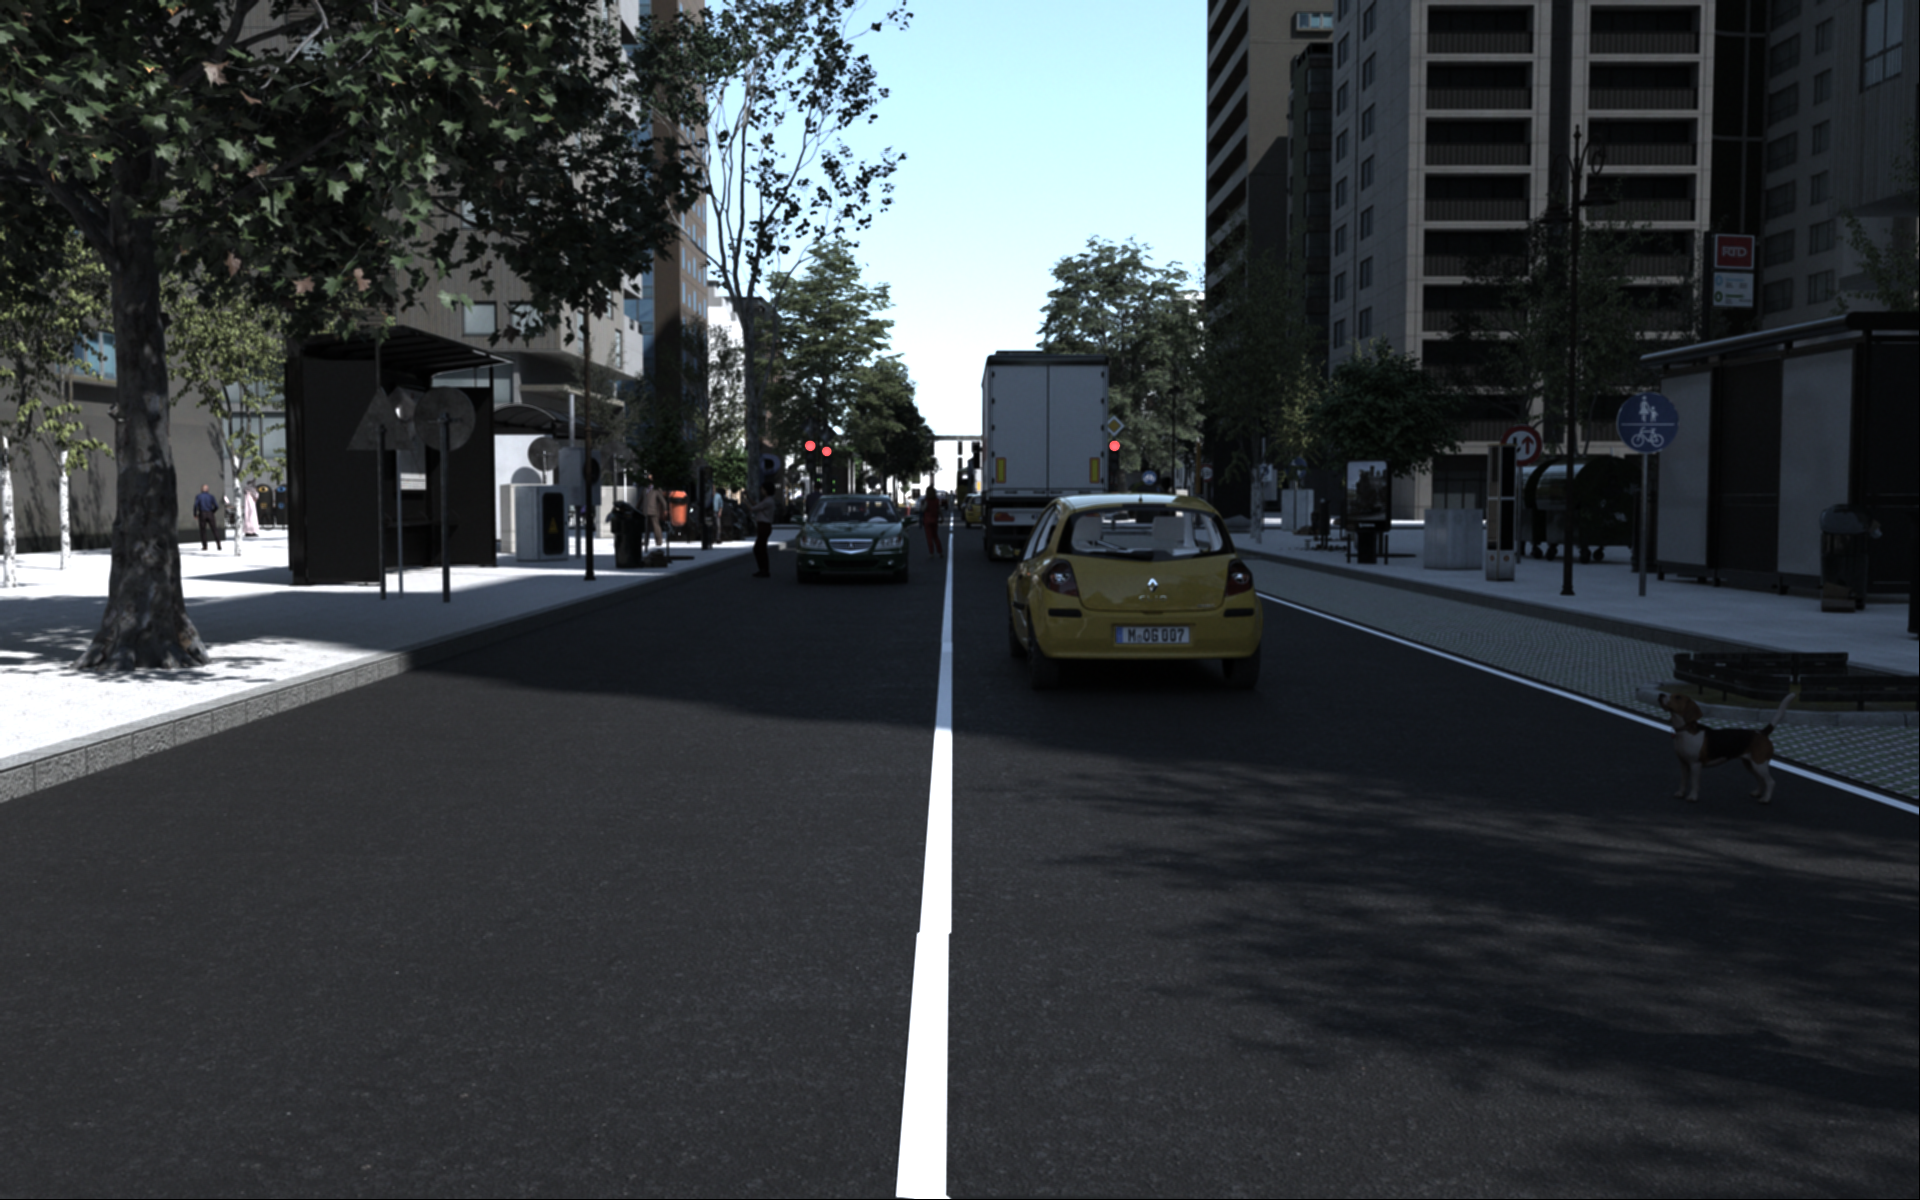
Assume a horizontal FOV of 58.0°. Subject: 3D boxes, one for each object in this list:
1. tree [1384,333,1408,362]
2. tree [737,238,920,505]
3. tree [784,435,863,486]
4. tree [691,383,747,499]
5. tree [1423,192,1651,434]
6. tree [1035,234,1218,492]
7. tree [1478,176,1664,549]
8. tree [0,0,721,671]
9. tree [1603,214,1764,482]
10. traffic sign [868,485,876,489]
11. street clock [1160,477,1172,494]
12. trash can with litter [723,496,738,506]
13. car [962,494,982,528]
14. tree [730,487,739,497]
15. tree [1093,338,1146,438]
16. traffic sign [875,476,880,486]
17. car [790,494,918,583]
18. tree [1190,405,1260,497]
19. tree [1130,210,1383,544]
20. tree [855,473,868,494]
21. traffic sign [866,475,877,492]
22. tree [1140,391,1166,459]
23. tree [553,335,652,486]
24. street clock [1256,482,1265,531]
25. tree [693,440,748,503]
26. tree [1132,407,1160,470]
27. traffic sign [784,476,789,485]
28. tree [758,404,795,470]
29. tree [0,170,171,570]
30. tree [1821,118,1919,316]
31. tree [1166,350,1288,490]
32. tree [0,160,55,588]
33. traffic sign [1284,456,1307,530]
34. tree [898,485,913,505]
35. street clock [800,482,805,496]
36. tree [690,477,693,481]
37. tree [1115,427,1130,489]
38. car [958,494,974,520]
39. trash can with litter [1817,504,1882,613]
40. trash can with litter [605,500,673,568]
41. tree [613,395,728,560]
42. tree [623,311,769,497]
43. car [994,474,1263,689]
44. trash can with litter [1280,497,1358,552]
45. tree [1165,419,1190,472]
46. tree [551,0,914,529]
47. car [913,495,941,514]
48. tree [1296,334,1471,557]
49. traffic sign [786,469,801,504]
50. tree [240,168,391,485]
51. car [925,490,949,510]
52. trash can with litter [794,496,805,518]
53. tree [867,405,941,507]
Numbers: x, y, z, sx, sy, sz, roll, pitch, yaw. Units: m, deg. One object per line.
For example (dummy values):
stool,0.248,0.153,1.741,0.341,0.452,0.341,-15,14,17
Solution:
tree,18.340,-7.856,78.813,4.737,8.622,4.395,0,3,0
tree,-5.911,-9.692,76.586,7.486,12.596,7.792,0,3,0
tree,-6.936,-6.863,95.927,4.285,4.588,4.351,0,3,0
tree,-14.985,-9.792,110.456,4.737,8.622,4.395,0,3,0
tree,17.636,-7.264,53.177,7.601,10.594,8.767,0,4,7
tree,7.784,-10.825,83.636,9.857,13.997,8.962,0,3,0
tree,14.509,-5.527,40.723,4.737,8.622,4.395,0,3,0
tree,-6.177,-5.860,12.817,9.611,12.733,9.660,0,3,0
tree,19.460,-5.878,46.475,4.360,8.622,3.978,0,3,0
traffic sign,-6.866,-8.141,135.238,0.606,2.300,0.079,0,4,8
street clock,8.706,-4.194,73.139,0.471,2.002,0.358,-2,4,-31
trash can with litter,-8.150,-2.896,58.414,2.233,1.210,1.678,-2,4,-24
car,1.089,-3.897,73.940,2.015,1.641,3.980,0,4,1
tree,-17.589,-8.536,134.159,1.663,3.219,1.824,0,3,0
tree,8.418,-11.437,112.745,9.928,11.665,9.643,0,3,0
traffic sign,-5.965,-7.432,121.252,0.795,2.593,0.064,0,4,6
car,-1.790,-1.086,29.562,2.131,1.459,4.920,0,4,-2
tree,18.641,-10.204,117.194,4.360,8.622,3.978,0,3,0
tree,7.622,-5.757,44.484,4.737,8.622,4.395,0,3,0
tree,-6.810,-7.315,114.202,1.663,3.219,1.824,0,3,0
traffic sign,-5.951,-7.130,116.684,0.768,2.556,0.104,1,4,9
tree,16.466,-11.638,124.699,7.601,10.594,8.767,1,4,9
tree,-16.321,-7.881,79.217,4.360,8.622,3.978,0,3,0
street clock,10.230,-3.350,59.349,0.358,2.002,0.471,3,4,36
tree,-13.394,-7.481,106.020,4.285,4.588,4.351,0,3,0
tree,14.942,-11.429,137.218,4.360,8.622,3.978,0,3,0
traffic sign,-10.019,-5.934,97.025,0.884,2.594,0.081,0,4,3
tree,-14.200,-11.254,134.367,4.360,8.622,3.978,0,3,0
tree,-15.406,-4.819,29.155,4.360,8.622,3.978,0,3,0
tree,18.789,-5.040,32.764,4.737,8.622,4.395,0,3,0
tree,17.029,-10.575,107.317,7.601,10.594,8.767,0,4,3
tree,-13.007,-4.459,23.270,4.737,8.622,4.395,0,3,0
traffic sign,11.314,-3.567,58.430,0.768,2.556,0.104,0,4,5
tree,-6.863,-13.356,212.976,1.663,3.219,1.824,0,3,0
street clock,-9.339,-5.997,102.617,0.358,2.002,0.471,-1,4,-22
tree,-16.540,-8.060,115.489,4.285,4.588,4.351,0,3,0
tree,13.920,-11.739,142.300,4.737,8.622,4.395,0,3,0
car,0.917,-5.292,96.315,2.009,1.686,4.222,0,4,-1
trash can with litter,9.780,-0.469,19.053,0.624,1.170,1.055,2,4,28
trash can with litter,-5.585,-1.147,30.147,1.055,1.170,0.624,-3,5,-40
tree,-5.747,-2.417,34.111,1.663,3.219,1.824,0,3,0
tree,-13.619,-9.461,89.094,8.767,10.594,7.601,1,4,12
car,1.308,-0.241,14.158,2.015,1.641,3.980,0,4,-2
trash can with litter,8.256,-1.733,39.398,1.678,1.210,2.233,0,4,2
tree,17.822,-11.114,132.074,4.360,8.622,3.978,0,3,0
tree,-7.482,-12.027,52.526,12.611,20.169,13.585,0,3,0
car,-2.405,-7.132,128.976,2.083,1.381,4.827,0,4,1
tree,8.645,-3.181,35.718,4.285,4.588,4.351,0,3,0
traffic sign,-8.312,-5.277,86.379,0.768,2.556,0.104,0,4,6
tree,-15.001,-5.193,35.274,4.737,8.622,4.395,0,3,0
car,-2.072,-9.222,159.457,2.281,1.827,5.304,0,4,1
trash can with litter,-8.583,-4.945,92.246,0.624,1.170,1.055,1,4,16
tree,-6.186,-14.324,168.604,8.767,10.594,7.601,0,4,-3
